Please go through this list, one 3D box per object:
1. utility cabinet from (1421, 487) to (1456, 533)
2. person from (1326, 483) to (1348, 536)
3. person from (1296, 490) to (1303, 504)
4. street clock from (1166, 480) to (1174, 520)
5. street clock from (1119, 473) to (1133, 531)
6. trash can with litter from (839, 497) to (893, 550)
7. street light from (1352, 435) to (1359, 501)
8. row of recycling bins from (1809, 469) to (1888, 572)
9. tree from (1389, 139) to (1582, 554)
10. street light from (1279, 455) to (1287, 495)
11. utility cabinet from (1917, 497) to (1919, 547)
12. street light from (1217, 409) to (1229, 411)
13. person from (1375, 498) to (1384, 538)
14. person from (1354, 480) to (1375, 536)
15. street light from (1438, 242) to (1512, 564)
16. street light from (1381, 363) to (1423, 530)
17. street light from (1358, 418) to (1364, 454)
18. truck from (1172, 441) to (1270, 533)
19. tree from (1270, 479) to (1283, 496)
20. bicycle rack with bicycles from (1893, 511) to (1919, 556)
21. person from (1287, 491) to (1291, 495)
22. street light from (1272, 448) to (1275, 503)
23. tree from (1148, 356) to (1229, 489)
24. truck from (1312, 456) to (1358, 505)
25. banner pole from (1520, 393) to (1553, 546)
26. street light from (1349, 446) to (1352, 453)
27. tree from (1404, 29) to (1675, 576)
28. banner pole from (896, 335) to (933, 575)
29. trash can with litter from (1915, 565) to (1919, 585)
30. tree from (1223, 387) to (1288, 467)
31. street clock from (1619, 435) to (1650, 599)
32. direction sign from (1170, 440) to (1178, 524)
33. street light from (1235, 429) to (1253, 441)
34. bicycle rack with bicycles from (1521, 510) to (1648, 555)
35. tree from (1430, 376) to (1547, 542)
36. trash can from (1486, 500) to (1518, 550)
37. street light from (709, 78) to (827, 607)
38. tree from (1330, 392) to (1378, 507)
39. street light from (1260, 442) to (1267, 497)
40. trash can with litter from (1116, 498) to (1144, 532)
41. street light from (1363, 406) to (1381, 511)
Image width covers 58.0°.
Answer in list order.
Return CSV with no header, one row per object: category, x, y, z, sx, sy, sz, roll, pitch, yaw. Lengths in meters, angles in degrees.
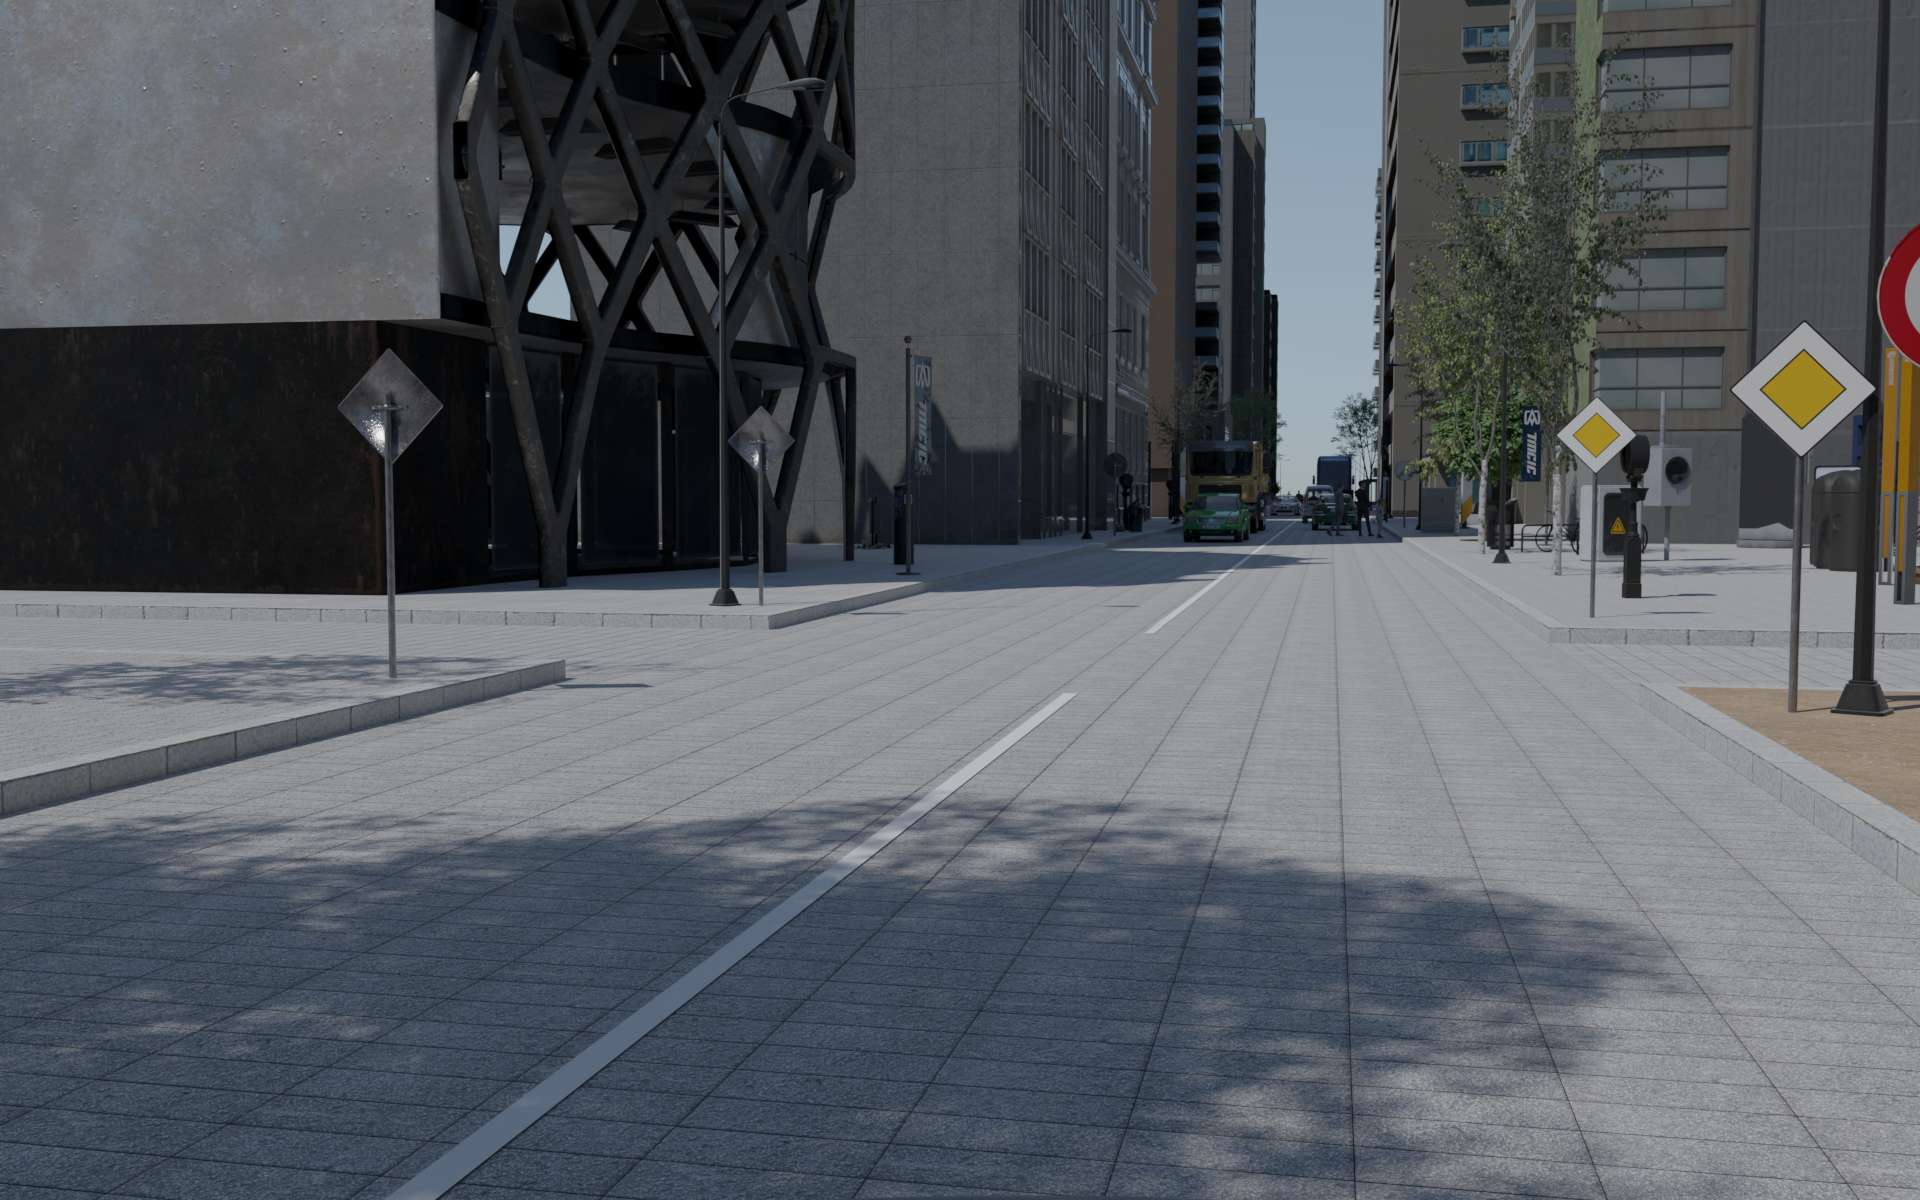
utility cabinet,15.707,-2.936,56.678,1.173,1.500,0.318,1,4,23
person,12.992,-3.101,59.317,0.853,1.813,0.709,-1,4,-15
person,29.714,-8.734,151.855,0.990,1.755,0.434,3,5,43
street clock,10.582,-5.041,86.993,0.471,2.002,0.358,1,4,13
street clock,5.795,-3.421,60.509,0.471,2.002,0.358,0,4,-7
trash can with litter,-2.192,-1.822,40.840,1.678,1.210,2.233,0,4,8
street light,31.523,-9.937,135.008,1.470,5.913,1.316,1,4,12
row of recycling bins,15.355,-1.401,30.026,1.069,1.692,3.534,1,4,20
tree,11.166,-5.294,36.916,4.737,8.622,4.395,0,3,0
street light,37.612,-14.233,205.244,1.470,5.913,1.316,1,4,12
utility cabinet,23.636,-1.887,42.012,1.020,1.237,0.306,0,4,-3
street light,13.964,-7.479,94.820,1.470,5.913,1.316,1,4,12
person,13.691,-2.669,56.409,0.394,1.301,0.425,-2,4,-33
person,13.747,-3.124,58.948,0.648,1.900,0.474,3,5,43
street light,9.500,-3.637,32.008,1.470,5.913,1.316,1,4,12
street light,15.828,-5.444,61.553,1.470,5.913,1.316,1,4,12
street light,25.192,-8.134,105.536,1.470,5.913,1.316,1,4,12
truck,10.097,-4.242,65.280,3.469,3.379,9.791,1,4,13
tree,40.537,-13.914,222.087,1.663,3.219,1.824,0,3,0
bicycle rack with bicycles,20.177,-1.442,36.954,2.925,0.926,2.852,-1,4,-11
person,33.938,-10.396,179.001,1.217,1.766,0.721,2,4,35
street light,31.325,-12.431,175.783,1.470,5.913,1.316,1,4,12
tree,12.087,-8.652,91.823,4.360,8.622,3.978,0,3,0
truck,25.254,-7.736,116.243,2.967,4.110,18.799,1,4,11
banner pole,14.387,-3.247,43.104,0.863,3.779,0.401,1,4,14
street light,38.083,-11.809,165.611,1.470,5.913,1.316,1,4,12
tree,9.163,-4.688,27.004,4.360,8.622,3.978,0,3,0
banner pole,-0.684,-2.300,27.615,0.401,3.779,0.863,3,4,36
trash can with litter,13.819,-0.788,24.276,0.624,1.170,1.055,-2,4,-34
tree,27.933,-14.822,168.092,9.928,11.665,9.643,0,3,0
street clock,8.280,-1.023,21.295,0.358,2.002,0.471,0,4,5
direction sign,9.065,-4.960,73.097,0.379,3.537,0.876,2,4,24
street light,20.238,-9.266,124.038,1.470,5.913,1.316,1,4,12
bicycle rack with bicycles,13.724,-1.480,37.588,2.925,0.926,2.852,-1,4,-20
tree,14.521,-3.896,47.415,4.285,4.588,4.351,0,3,0
trash can,12.493,-1.735,40.019,0.748,1.137,0.748,0,3,0
street light,-2.172,-2.879,19.620,1.470,5.913,1.316,1,4,12
tree,41.273,-15.224,174.670,9.928,11.665,9.643,0,3,0
street light,26.462,-11.058,153.342,1.470,5.913,1.316,1,4,12
trash can with litter,5.680,-2.875,58.393,1.055,1.170,0.624,0,4,6
street light,22.198,-7.269,91.392,1.470,5.913,1.316,1,4,12
